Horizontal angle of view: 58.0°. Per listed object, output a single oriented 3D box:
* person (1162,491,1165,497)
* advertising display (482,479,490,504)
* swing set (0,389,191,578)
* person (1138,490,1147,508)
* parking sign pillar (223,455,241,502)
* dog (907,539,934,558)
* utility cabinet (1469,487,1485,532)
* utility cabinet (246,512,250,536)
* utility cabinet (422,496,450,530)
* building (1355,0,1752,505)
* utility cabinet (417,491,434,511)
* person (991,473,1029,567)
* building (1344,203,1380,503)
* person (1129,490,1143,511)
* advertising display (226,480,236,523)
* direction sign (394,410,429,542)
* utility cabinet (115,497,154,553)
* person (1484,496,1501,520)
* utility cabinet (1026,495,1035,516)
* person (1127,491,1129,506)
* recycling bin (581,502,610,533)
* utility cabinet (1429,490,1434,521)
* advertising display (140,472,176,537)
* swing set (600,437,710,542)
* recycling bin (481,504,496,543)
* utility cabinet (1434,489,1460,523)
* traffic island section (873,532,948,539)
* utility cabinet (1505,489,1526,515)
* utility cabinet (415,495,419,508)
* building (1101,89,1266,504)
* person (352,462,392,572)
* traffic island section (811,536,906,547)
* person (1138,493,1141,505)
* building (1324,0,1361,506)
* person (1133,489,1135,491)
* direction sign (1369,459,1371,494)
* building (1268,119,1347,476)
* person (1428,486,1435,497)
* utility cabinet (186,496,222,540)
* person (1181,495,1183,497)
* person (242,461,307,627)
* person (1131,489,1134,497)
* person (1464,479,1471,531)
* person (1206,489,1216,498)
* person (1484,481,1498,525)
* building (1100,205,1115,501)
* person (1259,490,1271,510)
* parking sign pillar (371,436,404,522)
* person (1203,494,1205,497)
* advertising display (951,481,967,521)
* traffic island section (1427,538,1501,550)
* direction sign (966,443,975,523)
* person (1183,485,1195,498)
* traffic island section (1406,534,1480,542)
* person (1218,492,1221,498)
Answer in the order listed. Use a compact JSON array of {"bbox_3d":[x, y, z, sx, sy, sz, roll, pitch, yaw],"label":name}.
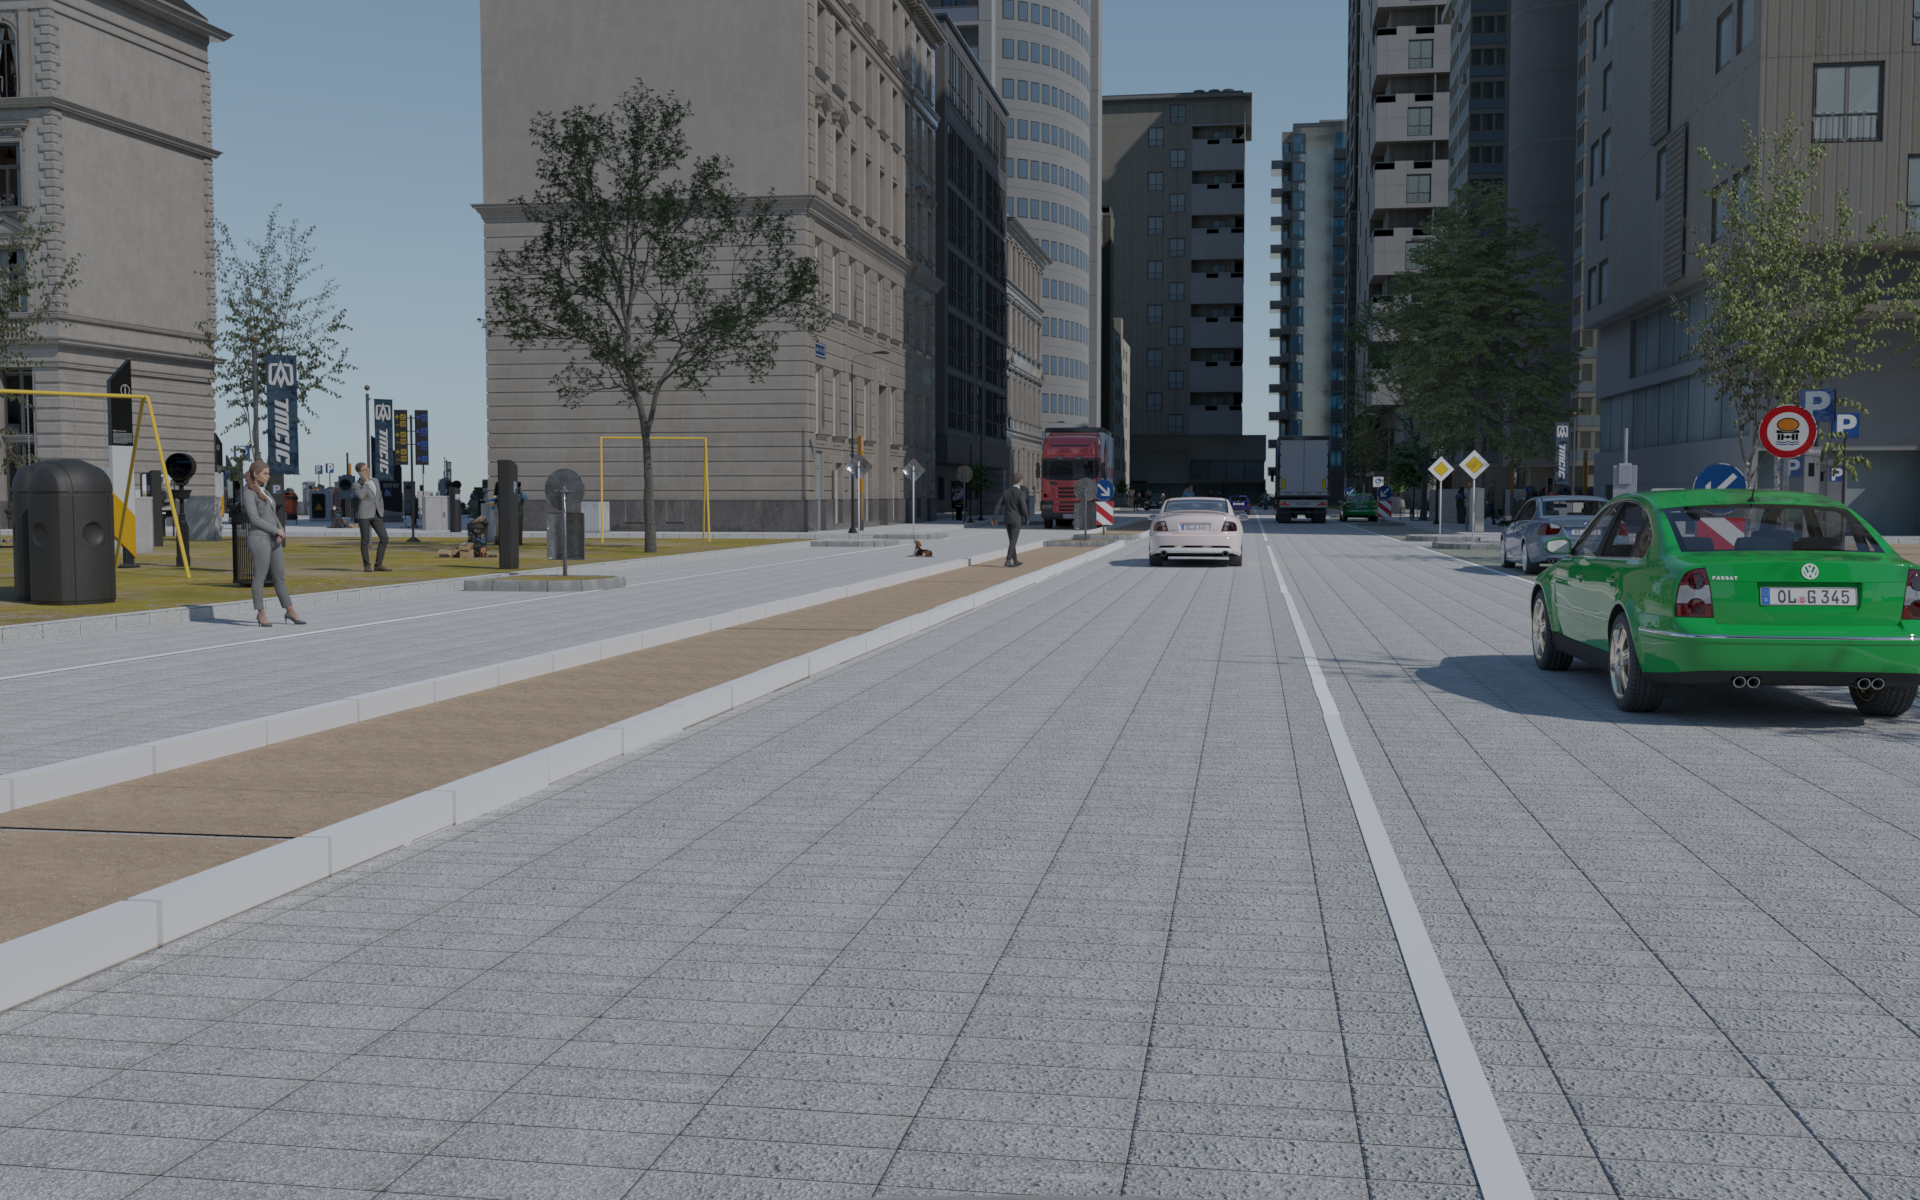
[{"bbox_3d":[18.146,-8.962,155.732,0.721,1.736,1.217,2,4,24],"label":"person"},{"bbox_3d":[-20.315,-4.257,74.816,0.974,1.923,0.123,3,5,42],"label":"advertising display"},{"bbox_3d":[-13.905,-1.755,26.322,2.862,2.851,3.119,3,5,42],"label":"swing set"},{"bbox_3d":[17.939,-9.925,170.780,1.348,1.822,0.705,-3,4,-36],"label":"person"},{"bbox_3d":[-53.075,-8.472,126.984,1.447,3.967,1.447,0,4,-6],"label":"parking sign pillar"},{"bbox_3d":[-0.890,-1.175,39.406,0.550,0.427,0.748,-1,4,-12],"label":"dog"},{"bbox_3d":[17.398,-3.033,58.262,0.318,1.500,1.173,0,4,7],"label":"utility cabinet"},{"bbox_3d":[-19.591,-2.301,48.790,1.020,1.237,0.306,-1,4,-19],"label":"utility cabinet"},{"bbox_3d":[-18.539,-3.075,61.432,1.020,1.237,0.306,-3,5,-42],"label":"utility cabinet"},{"bbox_3d":[48.996,-34.314,150.273,28.713,52.752,27.495,1,4,9],"label":"building"},{"bbox_3d":[-40.648,-7.528,131.755,1.173,1.500,0.318,-3,5,-41],"label":"utility cabinet"},{"bbox_3d":[1.075,-1.559,33.761,0.659,1.850,0.755,3,5,39],"label":"person"},{"bbox_3d":[45.514,-24.519,172.580,14.160,30.474,14.107,1,4,9],"label":"building"},{"bbox_3d":[14.690,-8.267,144.388,1.217,1.735,0.721,2,4,25],"label":"person"},{"bbox_3d":[-32.389,-4.390,76.987,0.123,1.923,0.974,-3,4,-37],"label":"advertising display"},{"bbox_3d":[-14.740,-3.339,46.591,0.876,3.537,0.379,-1,4,-14],"label":"direction sign"},{"bbox_3d":[-18.219,-1.634,37.875,1.020,1.237,0.306,-2,4,-34],"label":"utility cabinet"},{"bbox_3d":[25.872,-4.830,85.223,1.509,1.804,0.699,0,4,-3],"label":"person"},{"bbox_3d":[4.030,-5.404,99.521,0.306,1.237,1.020,1,4,19],"label":"utility cabinet"},{"bbox_3d":[18.744,-11.442,193.846,0.721,1.735,1.217,1,4,9],"label":"person"},{"bbox_3d":[-12.147,-2.760,57.676,0.722,1.027,0.722,1,4,15],"label":"recycling bin"},{"bbox_3d":[22.387,-4.419,80.925,0.318,1.500,1.173,-1,4,-20],"label":"utility cabinet"},{"bbox_3d":[-24.002,-2.852,51.843,0.974,1.923,0.123,-3,5,-43],"label":"advertising display"},{"bbox_3d":[-8.283,-3.056,47.584,3.119,2.851,2.862,-1,4,-12],"label":"swing set"},{"bbox_3d":[-12.292,-2.059,46.213,0.722,1.027,0.722,-3,5,-43],"label":"recycling bin"},{"bbox_3d":[21.860,-4.189,77.174,1.173,1.500,0.318,3,5,44],"label":"utility cabinet"},{"bbox_3d":[-1.546,-2.077,56.233,2.009,0.180,2.903,1,4,9],"label":"traffic island section"},{"bbox_3d":[25.653,-4.359,79.955,1.173,1.500,0.318,-3,4,-36],"label":"utility cabinet"},{"bbox_3d":[-38.066,-6.734,121.260,0.306,1.237,1.020,-1,4,-14],"label":"utility cabinet"},{"bbox_3d":[26.303,-39.015,227.138,27.495,52.752,28.713,1,4,9],"label":"building"},{"bbox_3d":[-9.697,-1.365,28.539,0.592,1.802,0.473,-3,5,-41],"label":"person"},{"bbox_3d":[-2.860,-1.595,48.356,2.009,0.180,2.903,1,4,9],"label":"traffic island section"},{"bbox_3d":[21.152,-11.837,202.812,0.697,1.427,0.421,3,5,42],"label":"person"},{"bbox_3d":[50.625,-45.859,188.053,20.563,71.187,20.611,1,4,9],"label":"building"},{"bbox_3d":[20.215,-11.954,201.432,0.705,1.831,1.348,0,4,6],"label":"person"},{"bbox_3d":[26.283,-7.286,111.120,0.379,3.537,0.876,1,4,11],"label":"direction sign"},{"bbox_3d":[54.737,-36.714,219.887,30.456,49.044,23.786,1,4,9],"label":"building"},{"bbox_3d":[26.587,-5.603,97.839,0.537,1.800,0.526,-2,4,-29],"label":"person"},{"bbox_3d":[-21.195,-2.289,48.592,1.020,1.237,0.306,1,4,21],"label":"utility cabinet"},{"bbox_3d":[22.442,-10.045,173.449,1.217,1.735,0.721,-2,4,-27],"label":"person"},{"bbox_3d":[-7.424,-0.610,18.751,0.573,1.790,0.520,-1,4,-11],"label":"person"},{"bbox_3d":[19.477,-11.650,196.148,0.705,1.869,1.348,0,3,0],"label":"person"},{"bbox_3d":[17.697,-3.278,59.910,0.573,1.790,0.520,0,3,0],"label":"person"},{"bbox_3d":[19.677,-7.786,135.815,1.348,1.821,0.705,-3,4,-37],"label":"person"},{"bbox_3d":[22.172,-4.070,72.501,0.836,1.842,0.656,1,4,12],"label":"person"},{"bbox_3d":[7.316,-24.206,167.464,14.160,30.474,14.107,1,4,9],"label":"building"},{"bbox_3d":[27.132,-8.880,153.772,0.705,1.814,1.350,-3,5,-40],"label":"person"},{"bbox_3d":[-26.351,-5.575,79.621,1.447,3.967,1.447,-2,4,-25],"label":"parking sign pillar"},{"bbox_3d":[23.085,-9.303,163.823,0.991,1.433,0.599,0,4,-1],"label":"person"},{"bbox_3d":[-0.039,-4.804,83.766,0.123,1.923,0.974,-3,5,-45],"label":"advertising display"},{"bbox_3d":[13.554,-1.428,45.623,2.009,0.180,2.903,1,4,9],"label":"traffic island section"},{"bbox_3d":[0.475,-5.239,77.654,0.379,3.537,0.876,0,4,5],"label":"direction sign"},{"bbox_3d":[10.129,-4.171,76.552,0.638,1.841,0.748,0,4,6],"label":"person"},{"bbox_3d":[14.868,-1.909,53.500,2.009,0.180,2.903,1,4,9],"label":"traffic island section"},{"bbox_3d":[27.303,-10.607,182.734,0.445,1.727,0.742,0,4,8],"label":"person"}]
